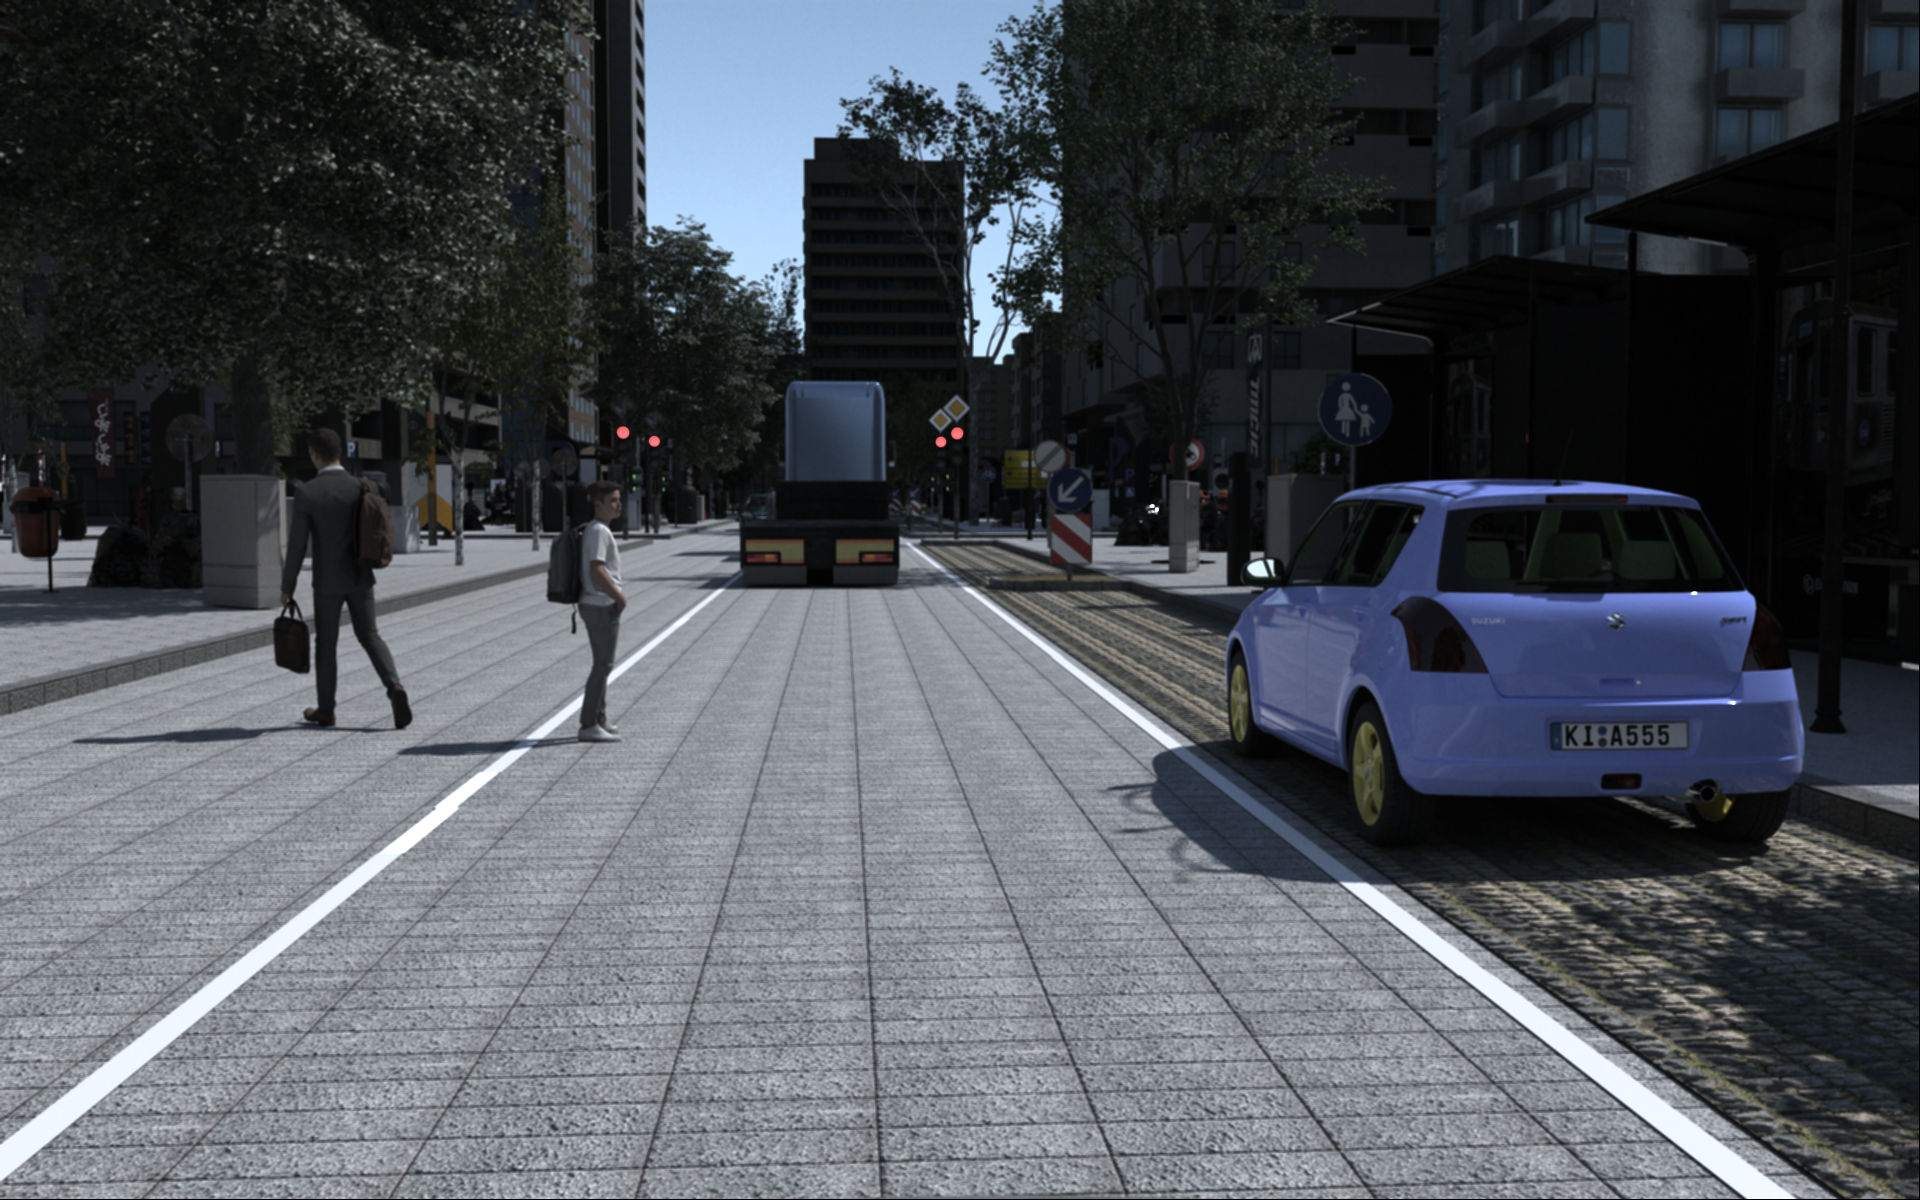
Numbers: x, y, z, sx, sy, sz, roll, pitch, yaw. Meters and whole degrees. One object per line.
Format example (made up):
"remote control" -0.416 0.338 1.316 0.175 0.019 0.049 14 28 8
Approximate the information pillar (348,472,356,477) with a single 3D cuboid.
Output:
"information pillar" -20.675 -3.318 58.749 0.304 2.012 0.304 -3 4 -38

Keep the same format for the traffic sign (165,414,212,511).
"traffic sign" -12.249 -1.676 27.503 0.768 2.556 0.104 0 4 4

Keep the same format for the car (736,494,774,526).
"car" -7.785 -3.476 68.631 2.131 1.459 4.920 0 4 -5

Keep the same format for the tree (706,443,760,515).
"tree" -14.261 -7.603 108.021 4.285 4.588 4.351 0 3 0

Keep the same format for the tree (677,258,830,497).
"tree" -15.372 -17.240 137.761 12.611 20.169 13.585 0 3 0

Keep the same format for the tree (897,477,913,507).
"tree" -5.519 -10.962 173.824 1.663 3.219 1.824 0 3 0

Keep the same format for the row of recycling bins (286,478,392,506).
"row of recycling bins" -16.621 -2.377 45.975 3.534 1.692 1.069 1 4 20

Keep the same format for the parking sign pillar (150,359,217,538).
"parking sign pillar" -15.650 -2.842 34.934 1.447 3.967 1.447 1 4 21

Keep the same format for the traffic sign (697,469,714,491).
"traffic sign" -12.911 -5.366 87.738 0.884 2.594 0.081 0 4 -2

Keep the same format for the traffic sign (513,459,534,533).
"traffic sign" -14.327 -3.413 56.987 0.795 2.450 0.064 0 4 6

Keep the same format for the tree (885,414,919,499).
"tree" -7.691 -17.792 209.021 7.486 12.596 7.792 0 3 0

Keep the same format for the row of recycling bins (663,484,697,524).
"row of recycling bins" -11.991 -4.148 74.937 1.069 1.692 3.534 -1 4 -17

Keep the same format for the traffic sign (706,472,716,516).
"traffic sign" -14.595 -6.159 100.812 0.768 2.556 0.104 0 3 0

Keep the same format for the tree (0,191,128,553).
"tree" -20.304 -5.326 37.443 4.360 8.622 3.978 0 3 0

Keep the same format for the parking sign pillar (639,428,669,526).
"parking sign pillar" -12.633 -5.023 70.592 1.447 3.967 1.447 1 4 14

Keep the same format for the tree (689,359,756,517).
"tree" -12.955 -8.641 91.649 4.360 8.622 3.978 0 3 0

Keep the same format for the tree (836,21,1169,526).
"tree" 1.830 -13.039 69.078 12.611 20.169 13.585 0 3 0

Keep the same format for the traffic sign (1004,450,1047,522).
"traffic sign" 3.151 -5.246 79.648 2.265 3.308 0.079 0 4 -1

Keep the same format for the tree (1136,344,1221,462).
"tree" 10.807 -8.178 84.081 4.360 8.622 3.978 0 3 0

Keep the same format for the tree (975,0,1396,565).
"tree" 4.138 -6.493 31.910 9.928 11.665 9.643 0 3 0

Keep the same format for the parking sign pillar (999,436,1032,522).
"parking sign pillar" 2.787 -5.643 80.742 1.447 3.967 1.447 2 4 27

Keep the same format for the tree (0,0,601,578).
"tree" -8.762 -7.010 21.265 9.857 13.997 8.962 0 3 0

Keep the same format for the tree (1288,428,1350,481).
"tree" 17.215 -5.972 81.348 4.285 4.588 4.351 0 3 0

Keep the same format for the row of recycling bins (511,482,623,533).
"row of recycling bins" -13.169 -3.133 58.335 3.534 1.692 1.069 -1 4 -12

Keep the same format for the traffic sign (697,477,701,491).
"traffic sign" -19.367 -7.913 129.480 0.768 2.556 0.104 0 4 5

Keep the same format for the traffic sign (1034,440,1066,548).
"traffic sign" 2.127 -2.511 41.164 0.768 2.556 0.104 0 4 -2

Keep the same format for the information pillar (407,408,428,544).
"information pillar" -14.030 -3.269 44.797 0.504 3.616 0.183 -1 4 -11

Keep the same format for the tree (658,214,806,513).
"tree" -12.845 -10.544 79.047 9.857 13.997 8.962 0 3 0

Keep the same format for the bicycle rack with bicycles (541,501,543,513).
"bicycle rack with bicycles" -23.764 -5.311 100.209 2.925 0.926 2.852 1 4 14

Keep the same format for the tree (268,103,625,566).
"tree" -8.916 -4.938 31.104 4.737 8.622 4.395 0 3 0

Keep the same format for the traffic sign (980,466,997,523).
"traffic sign" 1.264 -4.749 77.748 0.768 2.556 0.104 0 4 2

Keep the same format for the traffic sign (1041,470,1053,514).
"traffic sign" 2.390 -2.625 45.051 0.606 2.300 0.079 0 4 5

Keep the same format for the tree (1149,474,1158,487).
"tree" 9.134 -5.769 88.918 1.663 3.219 1.824 0 3 0

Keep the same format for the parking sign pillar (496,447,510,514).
"parking sign pillar" -24.252 -6.331 91.992 1.447 3.967 1.447 0 4 -1

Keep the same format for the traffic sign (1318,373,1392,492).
"traffic sign" 4.157 -1.114 18.320 0.768 2.556 0.104 0 4 4

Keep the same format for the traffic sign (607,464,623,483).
"traffic sign" -11.789 -3.505 59.428 0.606 2.300 0.079 0 4 2

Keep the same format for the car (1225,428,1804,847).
"car" 2.402 0.075 8.357 1.945 1.707 3.694 0 4 -4

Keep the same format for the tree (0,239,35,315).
"tree" -17.808 -4.775 28.433 4.737 8.622 4.395 0 3 0

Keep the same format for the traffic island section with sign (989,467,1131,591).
"traffic island section with sign" 1.471 -1.080 26.292 1.989 1.847 2.006 0 4 -4

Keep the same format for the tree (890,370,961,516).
"tree" -1.897 -9.290 102.254 4.737 8.622 4.395 0 3 0

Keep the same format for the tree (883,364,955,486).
"tree" -3.358 -11.567 123.540 8.767 10.594 7.601 -3 5 -44

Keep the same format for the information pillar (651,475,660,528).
"information pillar" -11.656 -3.784 66.354 0.304 2.012 0.304 0 4 -5

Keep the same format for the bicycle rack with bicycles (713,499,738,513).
"bicycle rack with bicycles" -16.099 -6.527 120.091 2.852 0.926 2.925 1 4 16

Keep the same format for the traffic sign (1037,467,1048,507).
"traffic sign" 2.962 -3.566 58.411 0.768 2.556 0.104 0 4 1

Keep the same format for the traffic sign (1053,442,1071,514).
"traffic sign" 2.305 -2.573 42.171 0.768 2.556 0.104 0 4 -3

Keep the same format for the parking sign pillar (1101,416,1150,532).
"parking sign pillar" 5.518 -4.304 58.847 1.447 3.967 1.447 -1 4 -18

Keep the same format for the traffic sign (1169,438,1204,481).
"traffic sign" 4.994 -2.333 38.245 0.768 2.556 0.104 0 4 1

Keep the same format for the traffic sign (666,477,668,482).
"traffic sign" -17.376 -6.384 104.480 0.768 2.556 0.104 0 4 1

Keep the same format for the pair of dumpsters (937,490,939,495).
"pair of dumpsters" -0.501 -6.455 108.037 1.574 2.255 4.437 0 4 -4

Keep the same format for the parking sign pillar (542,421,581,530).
"parking sign pillar" -14.401 -4.533 62.585 1.447 3.967 1.447 0 4 -2

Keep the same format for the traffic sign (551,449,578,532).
"traffic sign" -11.074 -2.958 48.473 0.768 2.556 0.104 0 4 5

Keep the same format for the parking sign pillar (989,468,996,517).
"parking sign pillar" 2.251 -6.682 97.721 1.447 3.967 1.447 1 4 16

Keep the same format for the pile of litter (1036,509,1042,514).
"pile of litter" 5.745 -6.077 113.321 1.719 0.858 1.176 0 4 2

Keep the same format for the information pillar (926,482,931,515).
"information pillar" -1.941 -6.301 107.517 0.304 2.012 0.304 -1 4 -11

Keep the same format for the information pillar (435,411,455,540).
"information pillar" -14.513 -3.506 48.680 0.504 3.616 0.183 -3 5 -40

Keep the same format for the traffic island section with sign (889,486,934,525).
"traffic island section with sign" -2.279 -4.454 81.444 1.989 1.847 2.006 0 4 -4

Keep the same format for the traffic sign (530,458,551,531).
"traffic sign" -14.754 -3.713 60.817 0.768 2.556 0.104 0 4 -3

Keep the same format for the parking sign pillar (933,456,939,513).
"parking sign pillar" -1.542 -7.898 117.606 1.447 3.967 1.447 1 4 8

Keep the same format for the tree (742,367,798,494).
"tree" -17.264 -14.776 151.965 12.009 13.543 11.850 0 3 0

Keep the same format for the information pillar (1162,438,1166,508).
"information pillar" 8.611 -5.001 73.123 0.183 3.616 0.504 0 4 -5
